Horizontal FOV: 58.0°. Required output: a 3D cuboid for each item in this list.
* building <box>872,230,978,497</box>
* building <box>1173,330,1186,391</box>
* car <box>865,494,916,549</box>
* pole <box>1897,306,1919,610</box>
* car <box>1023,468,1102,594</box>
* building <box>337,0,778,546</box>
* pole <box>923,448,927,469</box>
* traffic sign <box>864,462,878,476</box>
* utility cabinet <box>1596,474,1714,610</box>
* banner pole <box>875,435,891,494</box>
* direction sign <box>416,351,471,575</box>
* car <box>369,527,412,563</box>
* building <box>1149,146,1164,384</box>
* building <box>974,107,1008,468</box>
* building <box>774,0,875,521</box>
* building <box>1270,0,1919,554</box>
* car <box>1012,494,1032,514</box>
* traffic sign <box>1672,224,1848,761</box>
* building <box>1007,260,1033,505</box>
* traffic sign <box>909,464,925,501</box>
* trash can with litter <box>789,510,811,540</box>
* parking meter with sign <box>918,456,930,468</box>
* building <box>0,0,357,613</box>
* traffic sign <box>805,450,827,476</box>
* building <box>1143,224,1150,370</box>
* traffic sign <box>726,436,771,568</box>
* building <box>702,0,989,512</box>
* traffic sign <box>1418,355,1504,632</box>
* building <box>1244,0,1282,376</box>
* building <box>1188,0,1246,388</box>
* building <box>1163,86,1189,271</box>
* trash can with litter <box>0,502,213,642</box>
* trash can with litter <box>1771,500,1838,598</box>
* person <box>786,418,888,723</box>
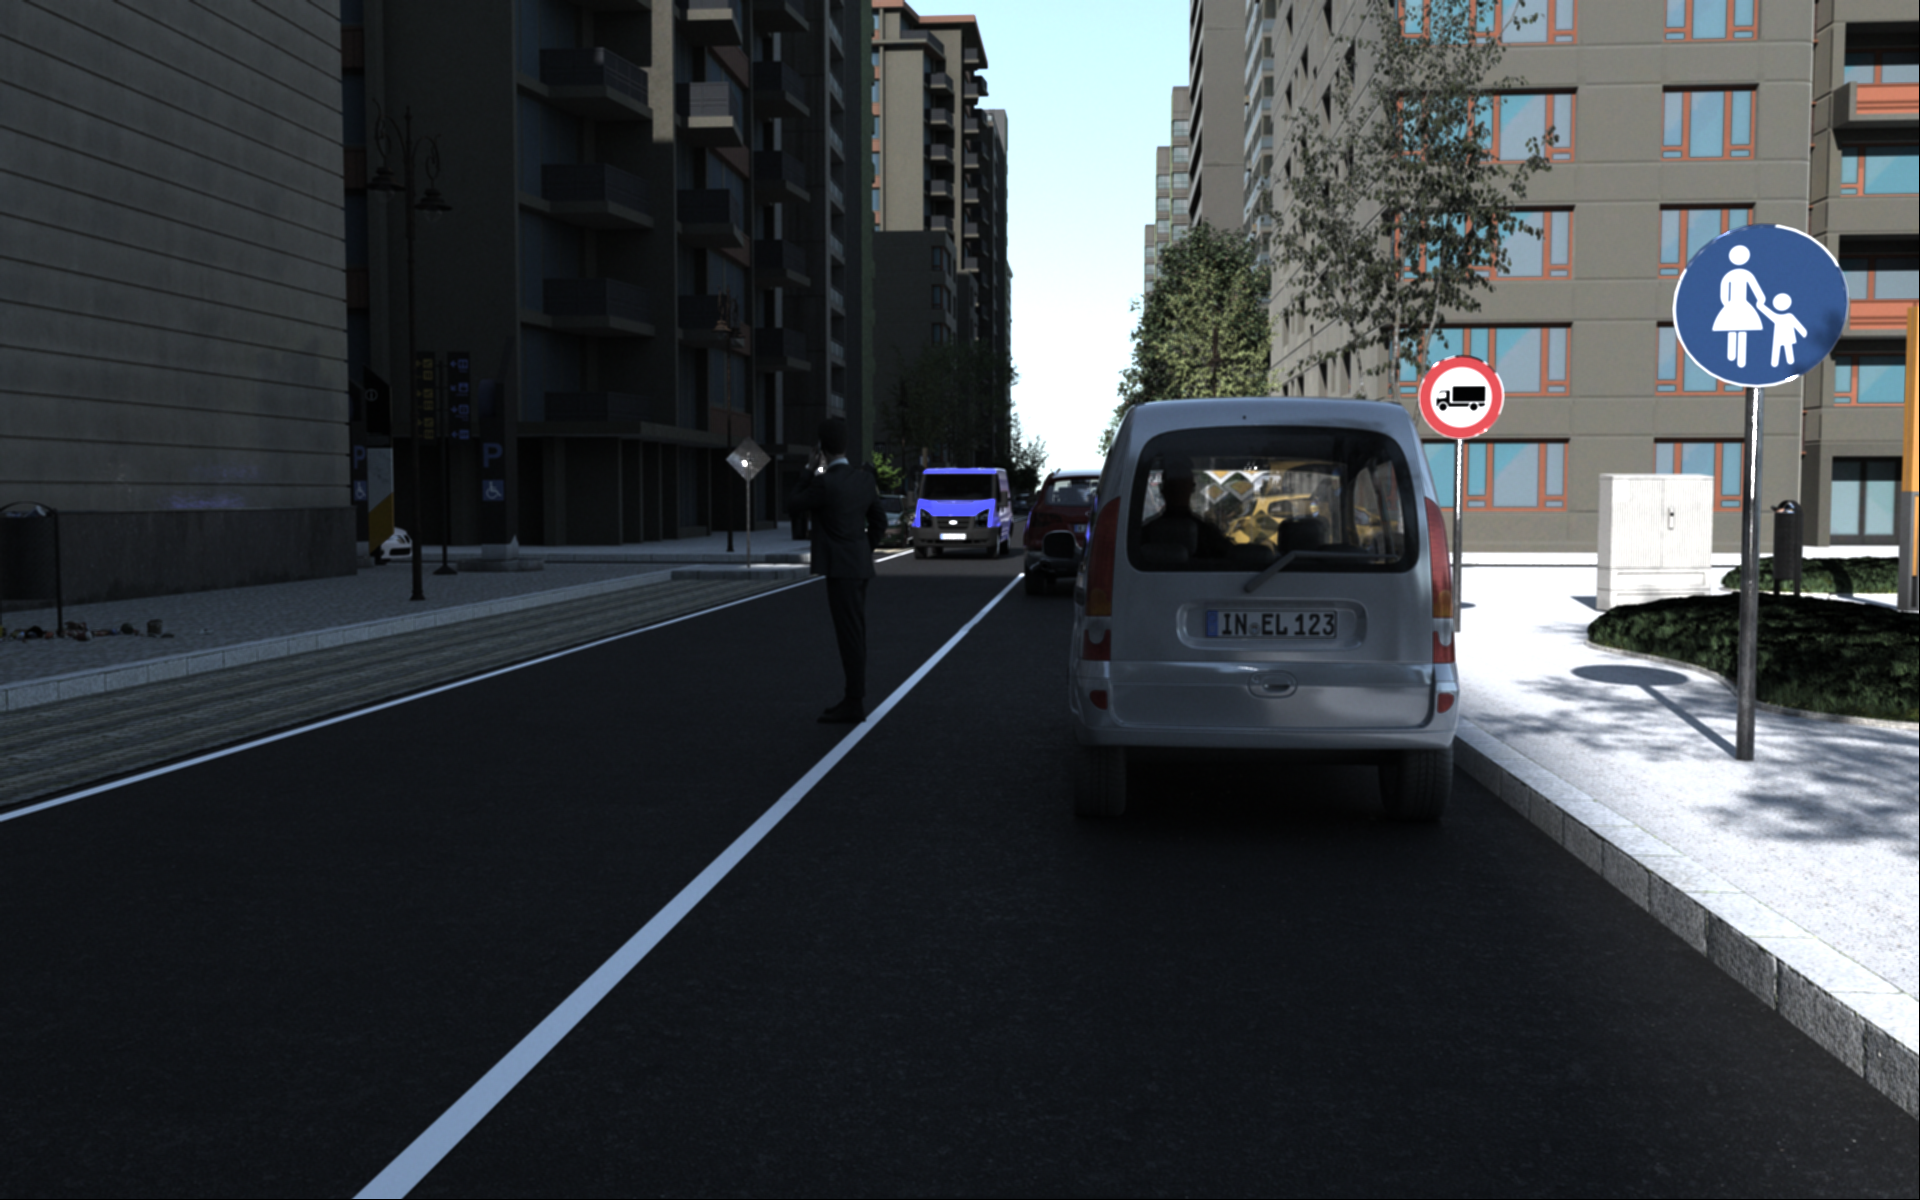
[{"bbox_3d":[-13.509,-17.386,129.294,27.650,21.520,28.899,0,4,5],"label":"building"},{"bbox_3d":[32.702,-18.973,155.255,27.650,21.520,28.899,0,4,5],"label":"building"},{"bbox_3d":[-2.136,-2.237,46.361,2.009,1.686,4.222,0,4,6],"label":"car"},{"bbox_3d":[10.427,-1.535,18.941,0.158,3.312,0.155,0,3,0],"label":"pole"},{"bbox_3d":[2.091,-1.069,26.157,2.281,1.827,5.304,0,4,6],"label":"car"},{"bbox_3d":[-17.015,-24.492,55.072,22.147,44.769,28.867,0,4,5],"label":"building"},{"bbox_3d":[-1.537,-5.035,76.170,0.158,3.312,0.155,0,3,0],"label":"pole"},{"bbox_3d":[-3.316,-3.698,61.646,0.795,2.450,0.064,1,4,10],"label":"traffic sign"},{"bbox_3d":[7.568,-0.622,18.850,1.173,1.500,0.318,-1,4,-8],"label":"utility cabinet"},{"bbox_3d":[-3.219,-5.095,73.325,0.863,3.779,0.401,0,4,5],"label":"banner pole"},{"bbox_3d":[-8.236,-2.177,27.597,0.876,3.537,0.379,-1,4,-11],"label":"direction sign"},{"bbox_3d":[-13.362,-1.355,34.513,4.827,1.381,2.083,0,4,5],"label":"car"},{"bbox_3d":[30.093,-31.930,205.647,14.154,41.232,14.086,0,4,5],"label":"building"},{"bbox_3d":[-2.459,-30.313,179.212,14.154,41.232,14.086,0,4,5],"label":"building"},{"bbox_3d":[-12.046,-24.537,84.769,14.154,41.232,14.086,0,4,5],"label":"building"},{"bbox_3d":[24.839,-12.532,49.946,28.899,21.520,27.650,0,4,5],"label":"building"},{"bbox_3d":[4.841,-7.132,128.612,2.014,1.417,4.499,0,4,3],"label":"car"},{"bbox_3d":[3.790,-0.500,8.286,0.768,2.556,0.104,1,4,14],"label":"traffic sign"},{"bbox_3d":[-4.915,-34.825,261.272,32.217,40.220,23.993,0,4,5],"label":"building"},{"bbox_3d":[-1.809,-4.503,73.728,0.768,2.556,0.104,1,4,9],"label":"traffic sign"},{"bbox_3d":[-4.244,-2.254,48.236,1.055,1.170,0.624,2,4,34],"label":"trash can with litter"},{"bbox_3d":[-1.524,-4.974,77.592,0.543,3.016,1.738,0,4,-6],"label":"parking meter with sign"},{"bbox_3d":[-22.107,-13.748,22.043,25.104,27.353,12.463,0,4,5],"label":"building"},{"bbox_3d":[-3.005,-2.104,38.044,0.795,2.450,0.064,0,4,5],"label":"traffic sign"},{"bbox_3d":[34.845,-35.438,263.000,14.154,41.232,14.086,0,4,5],"label":"building"},{"bbox_3d":[-3.676,-1.617,30.087,0.795,2.450,0.064,0,4,5],"label":"traffic sign"},{"bbox_3d":[-8.921,-30.789,158.030,22.147,44.769,28.867,0,4,5],"label":"building"},{"bbox_3d":[4.609,-0.973,16.015,0.768,2.556,0.104,0,4,5],"label":"traffic sign"},{"bbox_3d":[28.460,-24.643,94.787,32.217,40.220,23.993,0,4,5],"label":"building"},{"bbox_3d":[28.169,-30.889,128.743,21.300,48.544,21.600,0,4,5],"label":"building"},{"bbox_3d":[28.330,-30.150,176.548,14.154,41.232,14.086,0,4,5],"label":"building"},{"bbox_3d":[-7.914,-0.268,15.437,2.233,1.210,1.678,-1,4,-12],"label":"trash can with litter"},{"bbox_3d":[9.263,-0.518,19.522,1.678,1.210,2.233,0,4,2],"label":"trash can with litter"},{"bbox_3d":[-0.784,-0.187,10.922,0.474,1.900,0.648,2,4,24],"label":"person"}]
